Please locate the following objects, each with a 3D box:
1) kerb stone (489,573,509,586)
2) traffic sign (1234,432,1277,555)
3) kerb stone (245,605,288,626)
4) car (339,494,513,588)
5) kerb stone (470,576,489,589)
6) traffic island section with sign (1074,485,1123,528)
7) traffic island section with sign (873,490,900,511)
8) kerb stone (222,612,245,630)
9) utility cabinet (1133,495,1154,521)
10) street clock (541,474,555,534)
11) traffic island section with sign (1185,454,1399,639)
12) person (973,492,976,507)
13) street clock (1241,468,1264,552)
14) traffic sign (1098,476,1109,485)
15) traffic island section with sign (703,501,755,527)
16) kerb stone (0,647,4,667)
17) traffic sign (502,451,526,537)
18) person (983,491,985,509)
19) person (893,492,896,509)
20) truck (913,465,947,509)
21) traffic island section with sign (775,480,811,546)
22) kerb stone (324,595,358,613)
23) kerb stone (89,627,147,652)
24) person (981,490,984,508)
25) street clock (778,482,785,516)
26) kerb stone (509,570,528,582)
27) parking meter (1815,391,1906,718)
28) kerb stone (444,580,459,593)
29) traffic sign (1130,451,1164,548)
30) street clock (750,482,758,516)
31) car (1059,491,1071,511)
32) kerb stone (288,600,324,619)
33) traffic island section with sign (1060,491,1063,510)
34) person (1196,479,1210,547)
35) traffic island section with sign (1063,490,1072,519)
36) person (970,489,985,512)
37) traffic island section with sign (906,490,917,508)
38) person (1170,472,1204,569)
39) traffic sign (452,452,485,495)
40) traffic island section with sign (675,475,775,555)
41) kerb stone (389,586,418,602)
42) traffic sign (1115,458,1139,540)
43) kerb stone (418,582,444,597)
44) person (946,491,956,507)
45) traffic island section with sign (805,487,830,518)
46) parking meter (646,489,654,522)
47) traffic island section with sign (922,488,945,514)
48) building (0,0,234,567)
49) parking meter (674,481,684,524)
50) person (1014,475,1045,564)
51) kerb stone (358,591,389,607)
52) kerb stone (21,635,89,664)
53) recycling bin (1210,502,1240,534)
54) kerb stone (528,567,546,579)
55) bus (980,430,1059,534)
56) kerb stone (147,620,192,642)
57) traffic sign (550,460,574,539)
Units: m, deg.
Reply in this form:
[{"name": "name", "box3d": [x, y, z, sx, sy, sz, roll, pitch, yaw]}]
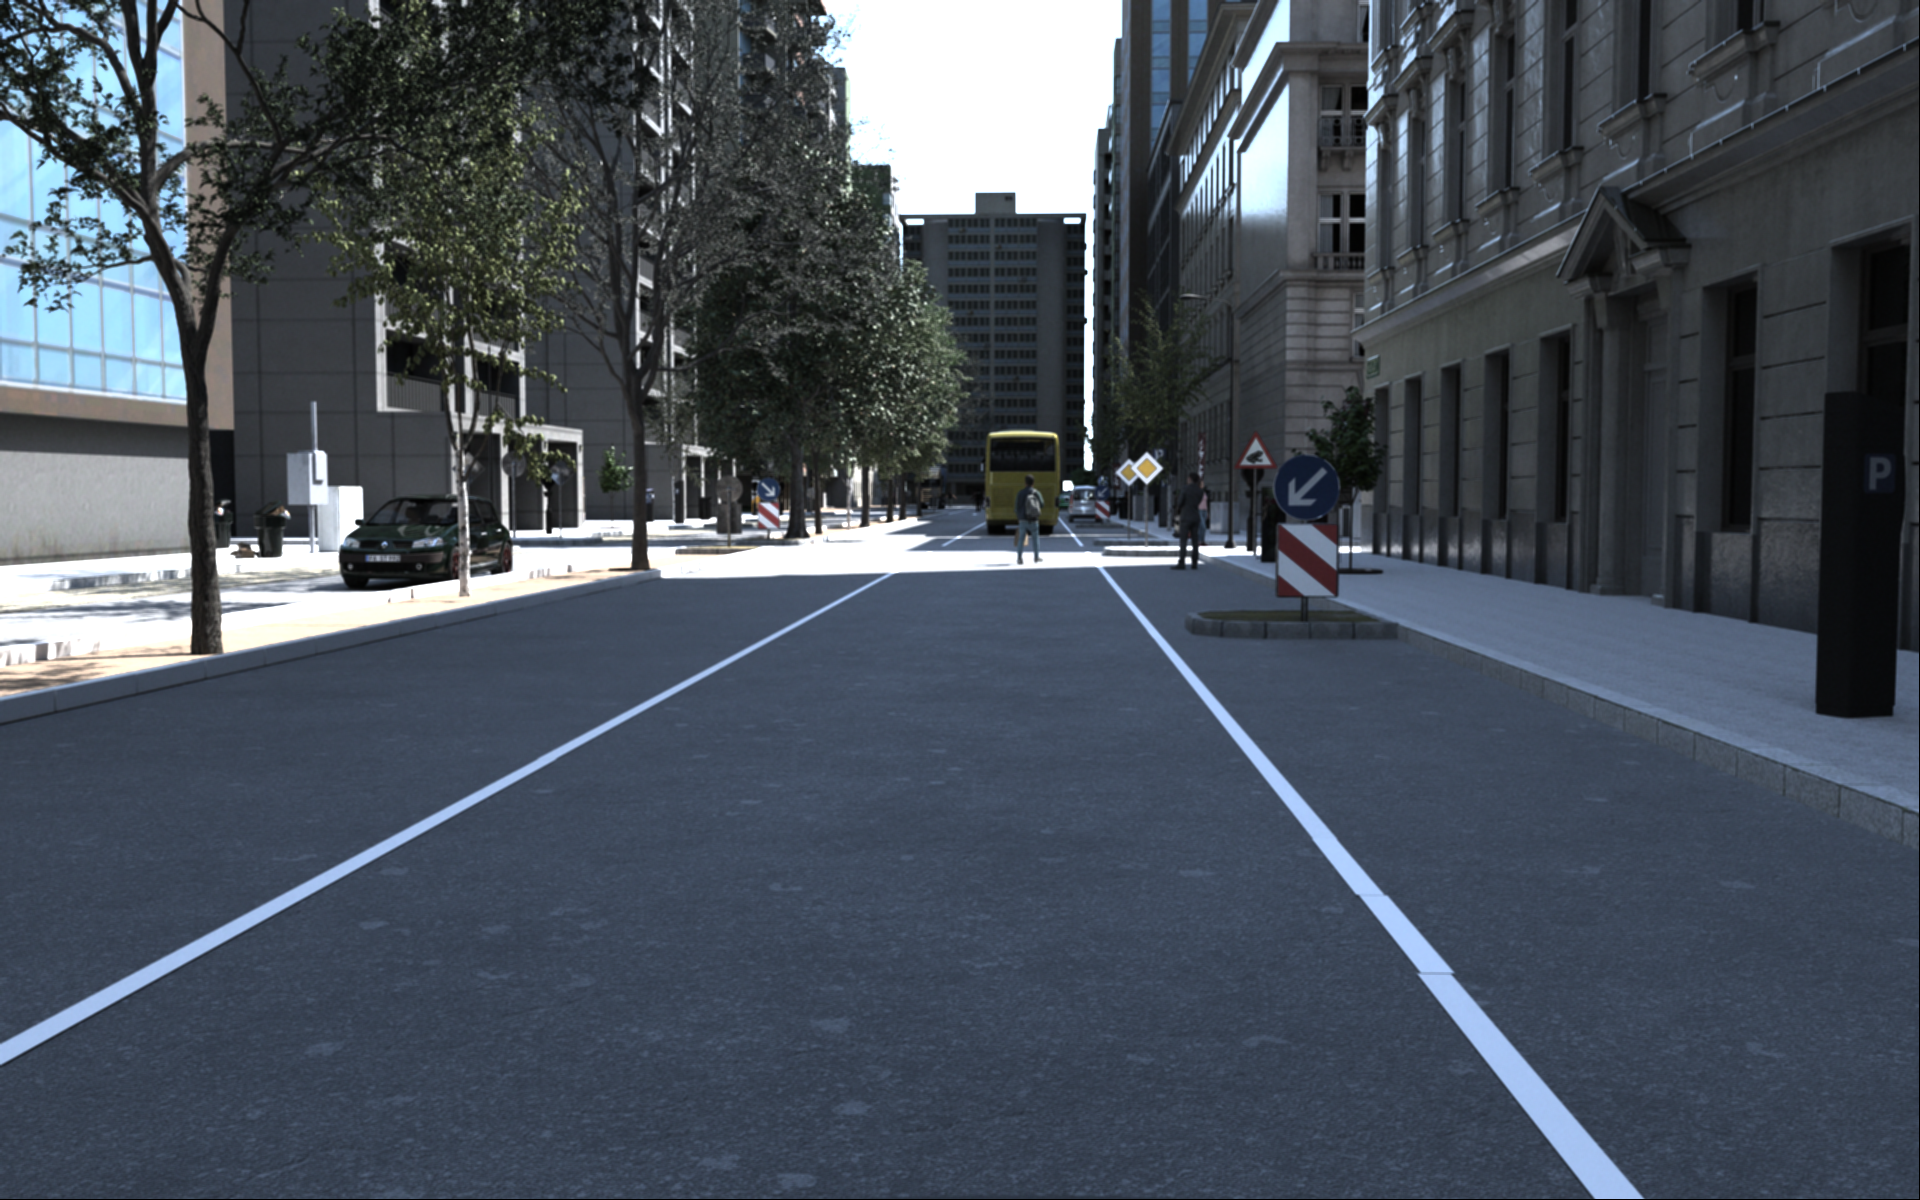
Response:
[{"name": "kerb stone", "box3d": [-7.364, -0.306, 27.316, 0.120, 0.150, 1.000, 0, 4, 3]}, {"name": "traffic sign", "box3d": [6.159, -2.209, 36.115, 0.884, 2.594, 0.081, 1, 4, 11]}, {"name": "kerb stone", "box3d": [-7.727, 0.188, 19.125, 0.120, 0.150, 1.000, 0, 4, 3]}, {"name": "car", "box3d": [-8.481, -1.096, 27.705, 2.009, 1.686, 4.222, 0, 4, 2]}, {"name": "kerb stone", "box3d": [-7.402, -0.249, 26.289, 0.120, 0.150, 1.000, 0, 4, 3]}, {"name": "traffic island section with sign", "box3d": [5.898, -3.962, 73.402, 1.989, 1.847, 2.006, 0, 4, 3]}, {"name": "traffic island section with sign", "box3d": [-6.487, -8.721, 151.209, 1.989, 1.847, 2.006, 0, 4, 3]}, {"name": "kerb stone", "box3d": [-7.783, 0.251, 18.099, 0.120, 0.150, 1.000, 0, 4, 3]}, {"name": "utility cabinet", "box3d": [8.672, -4.326, 81.885, 1.020, 1.237, 0.306, -2, 4, -24]}, {"name": "street clock", "box3d": [-13.128, -3.102, 55.284, 0.471, 2.002, 0.358, -1, 4, -19]}, {"name": "traffic island section with sign", "box3d": [3.388, -0.577, 18.066, 1.989, 1.847, 2.006, 0, 4, 3]}, {"name": "person", "box3d": [1.726, -11.191, 192.938, 0.593, 1.643, 0.415, -1, 4, -9]}, {"name": "street clock", "box3d": [6.509, -2.082, 38.609, 0.471, 2.002, 0.358, -1, 4, -8]}, {"name": "traffic sign", "box3d": [9.951, -7.351, 120.293, 0.768, 2.556, 0.104, 0, 4, 5]}, {"name": "traffic island section with sign", "box3d": [-9.968, -4.063, 75.062, 1.989, 1.847, 2.006, 0, 4, 3]}, {"name": "kerb stone", "box3d": [-7.965, 0.501, 14.000, 0.120, 0.150, 1.000, 0, 4, 3]}, {"name": "traffic sign", "box3d": [-13.224, -3.132, 51.321, 0.768, 2.556, 0.104, 1, 4, 9]}, {"name": "person", "box3d": [2.402, -9.632, 166.653, 0.621, 1.740, 0.551, -2, 4, -25]}, {"name": "person", "box3d": [-5.881, -8.898, 155.456, 0.593, 1.643, 0.415, 3, 4, 36]}, {"name": "truck", "box3d": [-2.778, -10.922, 167.494, 2.839, 4.237, 11.283, 0, 4, 2]}, {"name": "traffic island section with sign", "box3d": [-5.307, -2.496, 48.947, 2.006, 1.907, 1.989, 0, 4, 3]}, {"name": "kerb stone", "box3d": [-7.648, 0.063, 21.167, 0.120, 0.150, 1.000, 0, 4, 3]}, {"name": "kerb stone", "box3d": [-7.875, 0.376, 16.045, 0.120, 0.150, 1.000, 0, 4, 3]}, {"name": "person", "box3d": [2.234, -10.060, 172.995, 0.705, 1.821, 1.348, 0, 4, 6]}, {"name": "street clock", "box3d": [-10.695, -6.038, 103.287, 0.471, 2.002, 0.358, -3, 4, -38]}, {"name": "kerb stone", "box3d": [-7.314, -0.375, 28.344, 0.120, 0.150, 1.000, 0, 4, 3]}, {"name": "parking meter", "box3d": [5.213, -0.264, 10.021, 0.399, 1.863, 0.255, -1, 4, -18]}, {"name": "kerb stone", "box3d": [-7.450, -0.188, 25.263, 0.120, 0.150, 1.000, 0, 4, 3]}, {"name": "traffic sign", "box3d": [4.392, -2.271, 40.776, 0.795, 2.450, 0.064, 0, 4, 3]}, {"name": "street clock", "box3d": [-12.082, -5.952, 101.891, 0.358, 2.002, 0.471, 3, 5, 41]}, {"name": "car", "box3d": [9.001, -8.342, 145.195, 1.959, 1.807, 4.718, 0, 4, 3]}, {"name": "kerb stone", "box3d": [-7.692, 0.126, 20.146, 0.120, 0.150, 1.000, 0, 4, 3]}, {"name": "traffic island section with sign", "box3d": [10.671, -10.377, 178.289, 1.989, 1.847, 2.006, 0, 4, 3]}, {"name": "person", "box3d": [6.331, -2.261, 45.469, 0.388, 1.821, 0.555, 2, 4, 33]}, {"name": "traffic island section with sign", "box3d": [7.165, -5.654, 101.067, 1.989, 1.847, 2.006, 0, 4, 3]}, {"name": "person", "box3d": [1.434, -7.972, 138.476, 1.348, 1.869, 0.705, -2, 4, -27]}, {"name": "traffic island section with sign", "box3d": [-5.272, -10.368, 178.137, 1.989, 1.847, 2.006, 0, 4, 3]}, {"name": "person", "box3d": [4.326, -1.515, 33.077, 0.655, 1.846, 0.447, -2, 4, -28]}, {"name": "traffic sign", "box3d": [-11.785, -2.317, 41.530, 0.795, 2.450, 0.064, 0, 4, 3]}, {"name": "traffic island section with sign", "box3d": [-5.653, -2.043, 41.548, 2.006, 1.907, 1.989, 0, 4, 3]}, {"name": "kerb stone", "box3d": [-7.544, -0.060, 23.213, 0.120, 0.150, 1.000, 0, 4, 3]}, {"name": "traffic sign", "box3d": [4.755, -2.759, 48.753, 0.795, 2.450, 0.064, 0, 4, 3]}, {"name": "kerb stone", "box3d": [-7.494, -0.125, 24.233, 0.120, 0.150, 1.000, 0, 4, 3]}, {"name": "person", "box3d": [-1.036, -10.890, 186.557, 1.348, 1.822, 0.705, 2, 4, 25]}, {"name": "traffic island section with sign", "box3d": [-8.719, -5.719, 102.131, 1.989, 1.847, 2.006, 0, 4, 3]}, {"name": "parking meter", "box3d": [-14.232, -4.344, 79.430, 0.372, 1.533, 0.369, 0, 3, 0]}, {"name": "traffic island section with sign", "box3d": [-1.901, -7.087, 124.008, 2.006, 1.907, 1.989, 0, 4, 3]}, {"name": "building", "box3d": [-23.532, -23.278, 30.708, 14.200, 45.320, 14.600, 0, 4, 3]}, {"name": "parking meter", "box3d": [-12.109, -4.220, 74.713, 0.399, 1.863, 0.255, 3, 4, 38]}, {"name": "person", "box3d": [1.364, -1.639, 35.291, 0.794, 1.824, 0.713, 3, 4, 36]}, {"name": "kerb stone", "box3d": [-7.591, 0.001, 22.192, 0.120, 0.150, 1.000, 0, 4, 3]}, {"name": "kerb stone", "box3d": [-7.912, 0.439, 15.023, 0.120, 0.150, 1.000, 0, 4, 3]}, {"name": "recycling bin", "box3d": [8.551, -2.652, 55.922, 0.722, 1.027, 0.722, -2, 4, -24]}, {"name": "kerb stone", "box3d": [-7.265, -0.439, 29.373, 0.120, 0.150, 1.000, 0, 4, 3]}, {"name": "bus", "box3d": [2.212, -4.511, 65.298, 2.896, 3.916, 12.252, 0, 4, 1]}, {"name": "kerb stone", "box3d": [-7.827, 0.320, 17.069, 0.120, 0.150, 1.000, 0, 4, 3]}, {"name": "traffic sign", "box3d": [-11.422, -2.805, 49.507, 0.795, 2.450, 0.064, 0, 4, 3]}]
